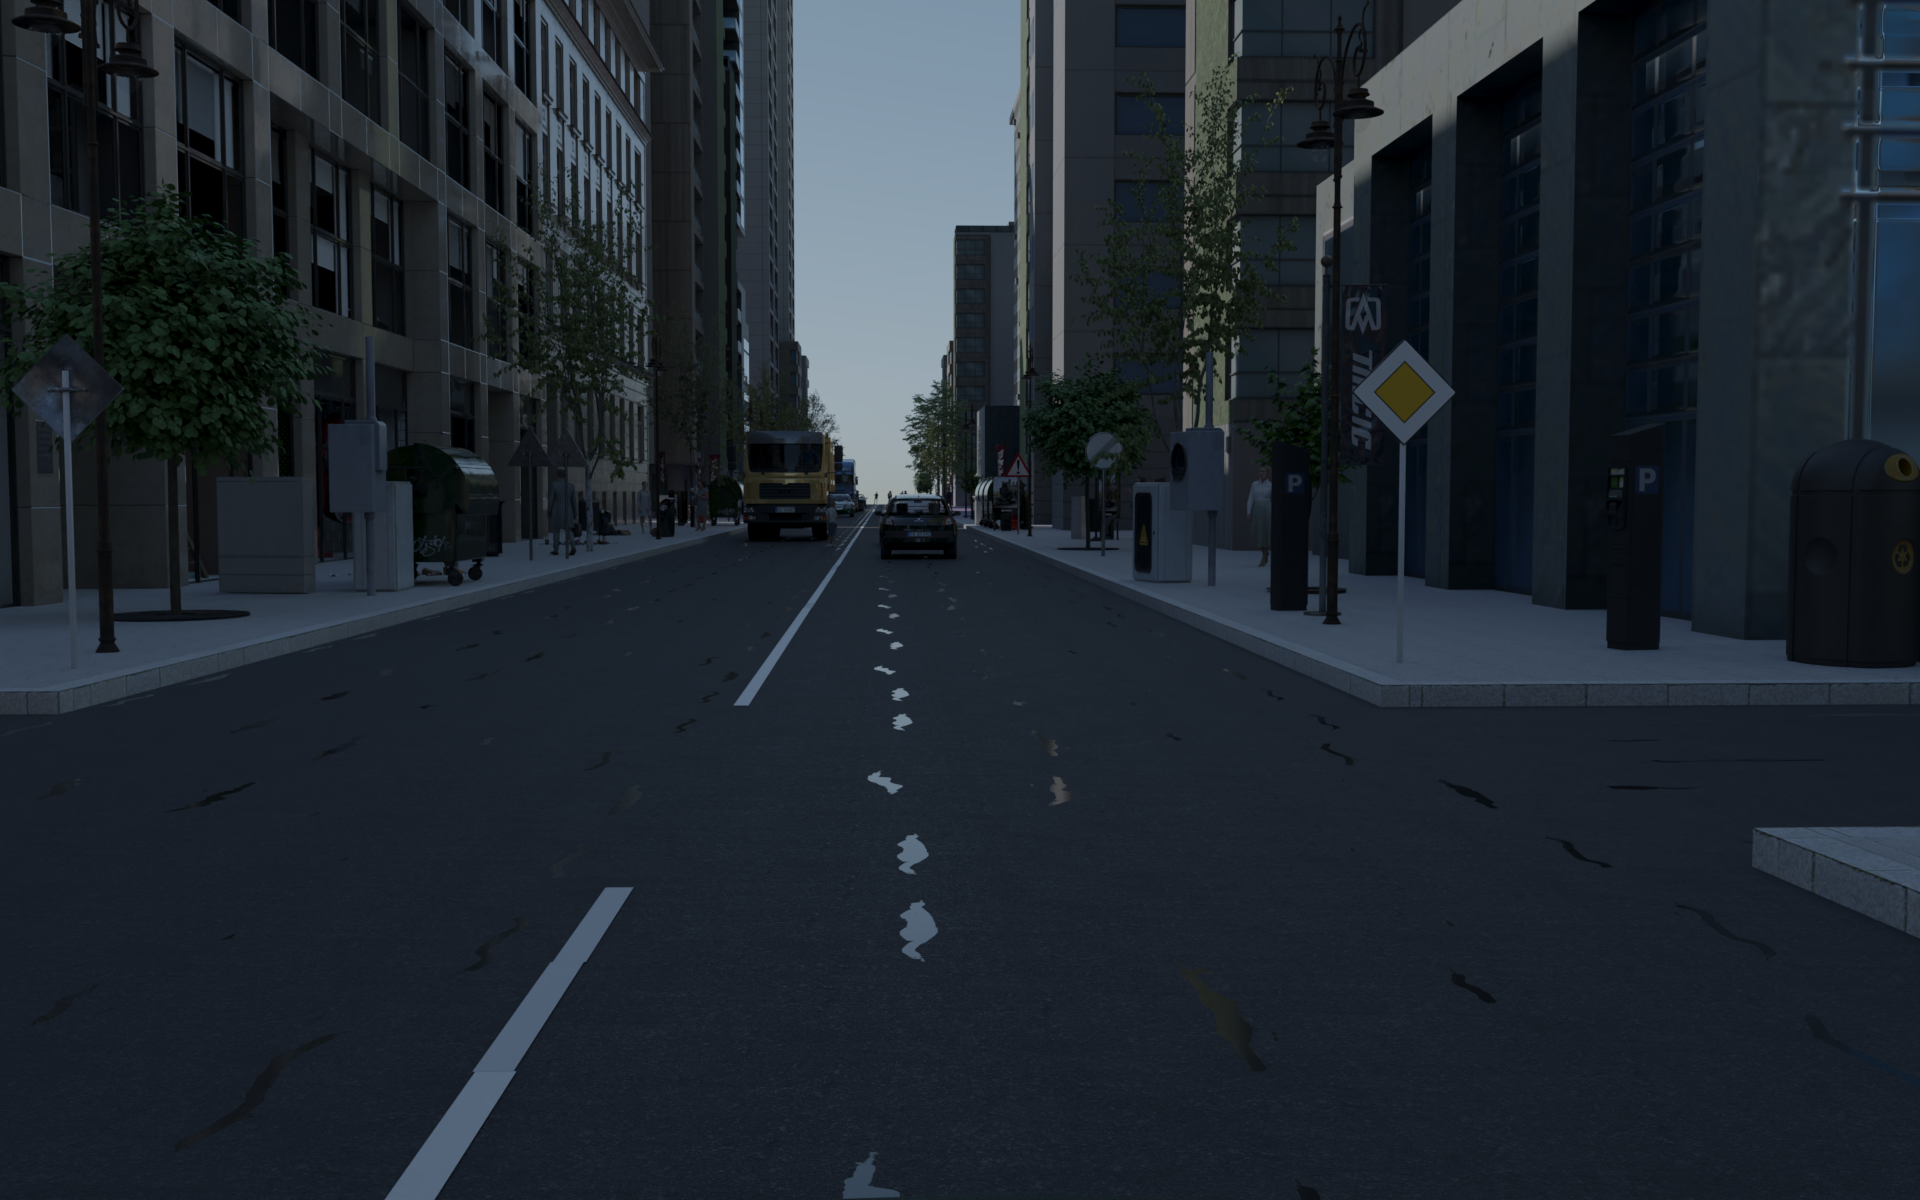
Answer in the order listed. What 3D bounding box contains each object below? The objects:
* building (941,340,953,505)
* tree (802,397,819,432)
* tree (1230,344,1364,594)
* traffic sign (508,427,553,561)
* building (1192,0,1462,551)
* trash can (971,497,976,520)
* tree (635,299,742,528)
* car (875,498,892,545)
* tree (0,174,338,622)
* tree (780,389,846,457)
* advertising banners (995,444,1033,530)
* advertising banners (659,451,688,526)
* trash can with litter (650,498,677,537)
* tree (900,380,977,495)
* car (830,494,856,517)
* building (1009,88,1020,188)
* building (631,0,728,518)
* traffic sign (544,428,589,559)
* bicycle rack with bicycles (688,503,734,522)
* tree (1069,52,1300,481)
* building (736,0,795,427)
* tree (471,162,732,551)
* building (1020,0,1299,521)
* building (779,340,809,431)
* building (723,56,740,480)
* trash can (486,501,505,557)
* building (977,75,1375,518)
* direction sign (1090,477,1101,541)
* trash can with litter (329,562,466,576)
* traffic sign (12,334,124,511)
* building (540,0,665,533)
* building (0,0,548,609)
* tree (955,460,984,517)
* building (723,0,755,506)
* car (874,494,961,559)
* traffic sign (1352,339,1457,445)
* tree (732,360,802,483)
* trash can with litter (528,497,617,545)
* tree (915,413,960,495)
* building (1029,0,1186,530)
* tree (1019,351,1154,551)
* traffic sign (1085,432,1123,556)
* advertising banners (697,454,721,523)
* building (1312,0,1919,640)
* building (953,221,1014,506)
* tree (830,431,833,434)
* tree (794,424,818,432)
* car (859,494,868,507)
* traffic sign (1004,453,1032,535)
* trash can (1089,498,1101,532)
[{"bbox_3d":[11.990,-22.317,209.914,27.650,21.520,28.899,0,4,-2],"label":"building"},{"bbox_3d":[-10.889,-9.331,102.916,4.737,8.622,4.395,0,3,0],"label":"tree"},{"bbox_3d":[4.629,-1.705,22.472,1.663,3.219,1.824,0,3,0],"label":"tree"},{"bbox_3d":[-8.278,-2.040,33.364,0.884,2.594,0.081,0,4,4],"label":"traffic sign"},{"bbox_3d":[12.872,-22.106,45.034,14.154,41.232,14.086,0,4,-2],"label":"building"},{"bbox_3d":[0.878,-4.502,85.256,0.748,1.137,0.748,0,3,0],"label":"trash can"},{"bbox_3d":[-9.981,-7.006,64.912,4.360,8.622,3.978,0,3,0],"label":"tree"},{"bbox_3d":[-1.354,-2.241,49.008,2.083,1.381,4.827,0,4,-3],"label":"car"},{"bbox_3d":[-8.093,-2.093,17.933,4.285,4.588,4.351,0,3,0],"label":"tree"},{"bbox_3d":[-13.495,-13.359,152.825,7.601,10.594,8.767,0,4,-4],"label":"tree"},{"bbox_3d":[1.917,-3.995,61.500,0.090,3.025,2.074,3,5,41],"label":"advertising banners"},{"bbox_3d":[-11.704,-4.533,70.295,0.090,3.025,2.074,-3,4,-38],"label":"advertising banners"},{"bbox_3d":[-8.927,-2.469,51.750,0.624,1.170,1.055,-3,5,-42],"label":"trash can with litter"},{"bbox_3d":[-2.103,-15.516,171.816,7.486,12.596,7.792,0,3,0],"label":"tree"},{"bbox_3d":[-7.524,-5.886,108.035,2.131,1.459,4.920,0,4,-3],"label":"car"},{"bbox_3d":[17.345,-27.926,148.475,32.217,40.220,23.993,0,4,-2],"label":"building"},{"bbox_3d":[-20.443,-25.124,94.370,14.154,41.232,14.086,0,4,-2],"label":"building"},{"bbox_3d":[-7.748,-2.085,34.101,0.884,2.594,0.081,0,4,-1],"label":"traffic sign"},{"bbox_3d":[-11.207,-4.014,79.007,2.852,0.926,2.925,-1,4,-14],"label":"bicycle rack with bicycles"},{"bbox_3d":[3.848,-4.851,29.681,4.737,8.622,4.395,0,3,0],"label":"tree"},{"bbox_3d":[-30.525,-48.601,232.871,20.563,71.187,20.611,0,4,-2],"label":"building"},{"bbox_3d":[-8.371,-5.377,38.277,4.737,8.622,4.395,0,3,0],"label":"tree"},{"bbox_3d":[10.274,-25.336,97.841,14.154,41.232,14.086,0,4,-2],"label":"building"},{"bbox_3d":[-32.707,-22.295,209.561,27.650,21.520,28.899,0,4,-2],"label":"building"},{"bbox_3d":[-21.598,-20.618,108.808,14.160,30.474,14.107,0,4,-2],"label":"building"},{"bbox_3d":[-9.700,-1.459,35.515,0.748,1.137,0.748,0,3,0],"label":"trash can"},{"bbox_3d":[13.171,-49.323,119.106,22.319,86.520,31.000,0,4,-2],"label":"building"},{"bbox_3d":[3.698,-3.362,46.968,0.876,3.537,0.379,-1,4,-9],"label":"direction sign"},{"bbox_3d":[-8.804,-1.001,27.430,2.233,1.210,1.678,-1,4,-13],"label":"trash can with litter"},{"bbox_3d":[-6.522,-0.641,12.677,0.795,2.593,0.064,0,4,-2],"label":"traffic sign"},{"bbox_3d":[-20.832,-14.119,64.124,16.112,22.955,30.059,0,4,-2],"label":"building"},{"bbox_3d":[-20.748,-13.904,31.839,19.350,26.468,34.151,0,4,-2],"label":"building"},{"bbox_3d":[0.509,-6.372,98.785,1.663,3.219,1.824,0,3,0],"label":"tree"},{"bbox_3d":[-26.429,-49.954,129.421,22.319,86.520,31.000,0,4,-2],"label":"building"},{"bbox_3d":[-0.963,-1.831,39.723,2.009,1.686,4.222,0,4,-2],"label":"car"},{"bbox_3d":[3.364,-0.666,13.084,0.795,2.593,0.064,0,4,-2],"label":"traffic sign"},{"bbox_3d":[-11.176,-8.832,94.760,4.737,8.622,4.395,0,3,0],"label":"tree"},{"bbox_3d":[-9.840,-2.019,44.066,2.233,1.210,1.678,-1,4,-13],"label":"trash can with litter"},{"bbox_3d":[-2.089,-12.501,154.758,4.737,8.622,4.395,0,3,0],"label":"tree"},{"bbox_3d":[13.503,-32.517,73.655,21.231,58.520,28.212,0,4,-2],"label":"building"},{"bbox_3d":[2.973,-3.441,39.976,4.285,4.588,4.351,0,3,0],"label":"tree"},{"bbox_3d":[2.956,-2.175,35.669,0.768,2.556,0.104,0,4,1],"label":"traffic sign"},{"bbox_3d":[-11.559,-4.910,76.469,2.074,3.025,0.090,1,4,10],"label":"advertising banners"},{"bbox_3d":[21.883,-43.528,24.359,31.000,86.520,22.319,0,4,-2],"label":"building"},{"bbox_3d":[6.219,-25.456,187.908,14.160,30.474,14.107,0,4,-2],"label":"building"},{"bbox_3d":[-15.060,-14.647,189.847,4.737,8.622,4.395,0,3,0],"label":"tree"},{"bbox_3d":[-14.631,-13.131,165.059,4.360,8.622,3.978,0,3,0],"label":"tree"},{"bbox_3d":[-11.017,-10.721,187.093,2.131,1.459,4.920,0,4,-3],"label":"car"},{"bbox_3d":[1.840,-3.347,54.733,0.884,2.594,0.081,0,4,3],"label":"traffic sign"},{"bbox_3d":[4.603,-2.882,58.779,0.748,1.137,0.748,0,3,0],"label":"trash can"}]
